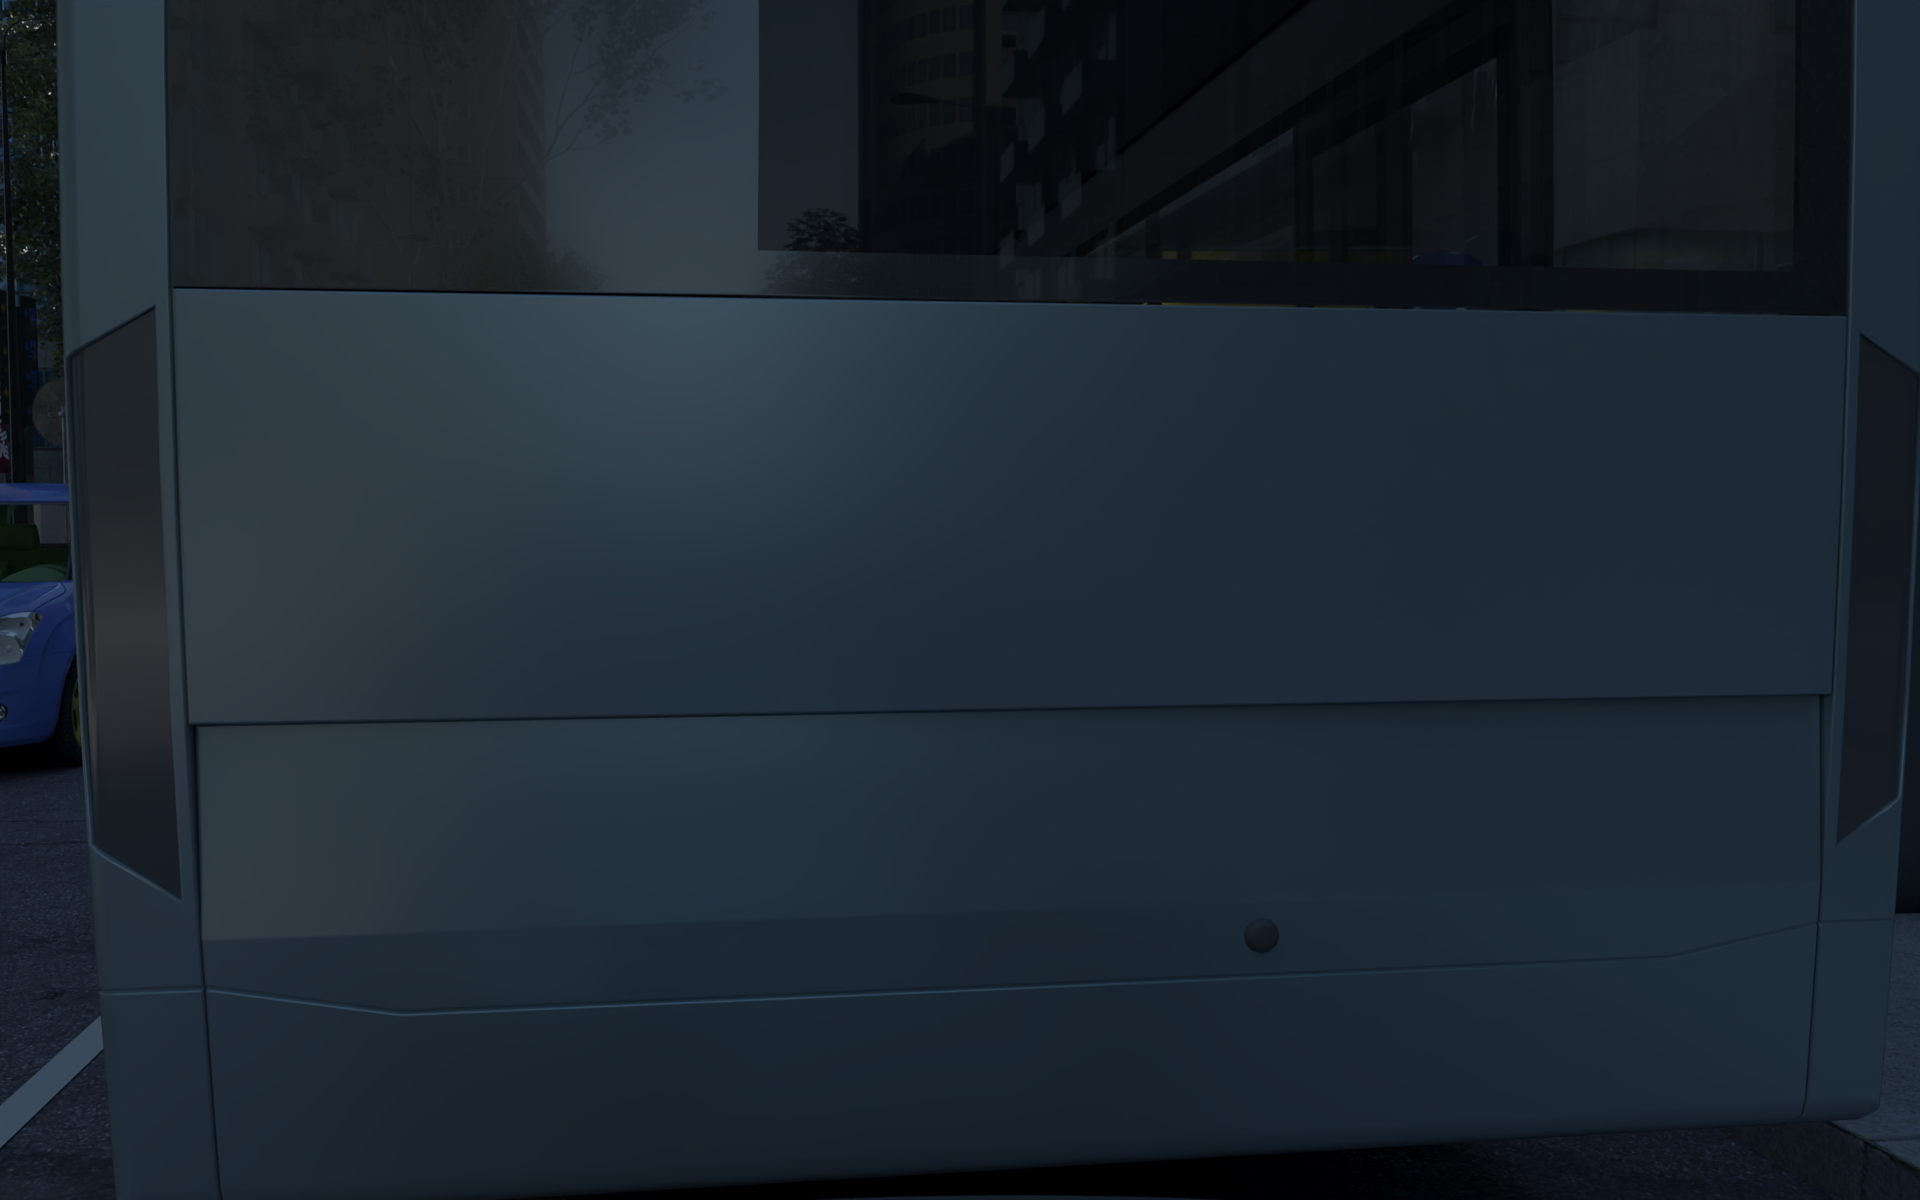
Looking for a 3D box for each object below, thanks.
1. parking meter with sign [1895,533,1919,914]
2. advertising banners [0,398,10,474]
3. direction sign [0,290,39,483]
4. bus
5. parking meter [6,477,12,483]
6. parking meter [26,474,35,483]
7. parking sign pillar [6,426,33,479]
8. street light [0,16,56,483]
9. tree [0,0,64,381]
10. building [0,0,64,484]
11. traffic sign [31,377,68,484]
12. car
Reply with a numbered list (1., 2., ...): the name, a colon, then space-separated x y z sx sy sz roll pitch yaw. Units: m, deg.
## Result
1. parking meter with sign: 2.986 -0.568 5.547 0.543 3.016 1.738 0 4 -2
2. advertising banners: -12.598 -1.586 22.124 0.090 3.025 2.074 0 4 -2
3. direction sign: -10.675 -1.695 19.709 0.379 3.537 0.876 0 4 -4
4. bus: -0.838 -0.856 8.863 2.948 3.499 13.247 -1 4 -9
5. parking meter: -31.453 -3.168 57.505 0.255 1.863 0.399 0 4 -6
6. parking meter: -24.877 -2.477 46.212 0.399 1.863 0.255 -3 5 -41
7. parking sign pillar: -35.587 -4.715 65.569 1.447 3.967 1.447 0 4 -1
8. street light: -8.513 -2.695 16.605 1.470 5.913 1.316 -1 4 -9
9. tree: -12.386 -7.540 29.941 9.857 13.997 8.962 0 3 0
10. building: -37.358 -47.216 84.655 22.319 86.520 31.000 -1 4 -9
11. traffic sign: -9.732 -1.149 18.894 0.768 2.556 0.104 0 4 -2
12. car: -5.592 -0.032 10.109 1.945 1.707 3.694 -1 4 -8
